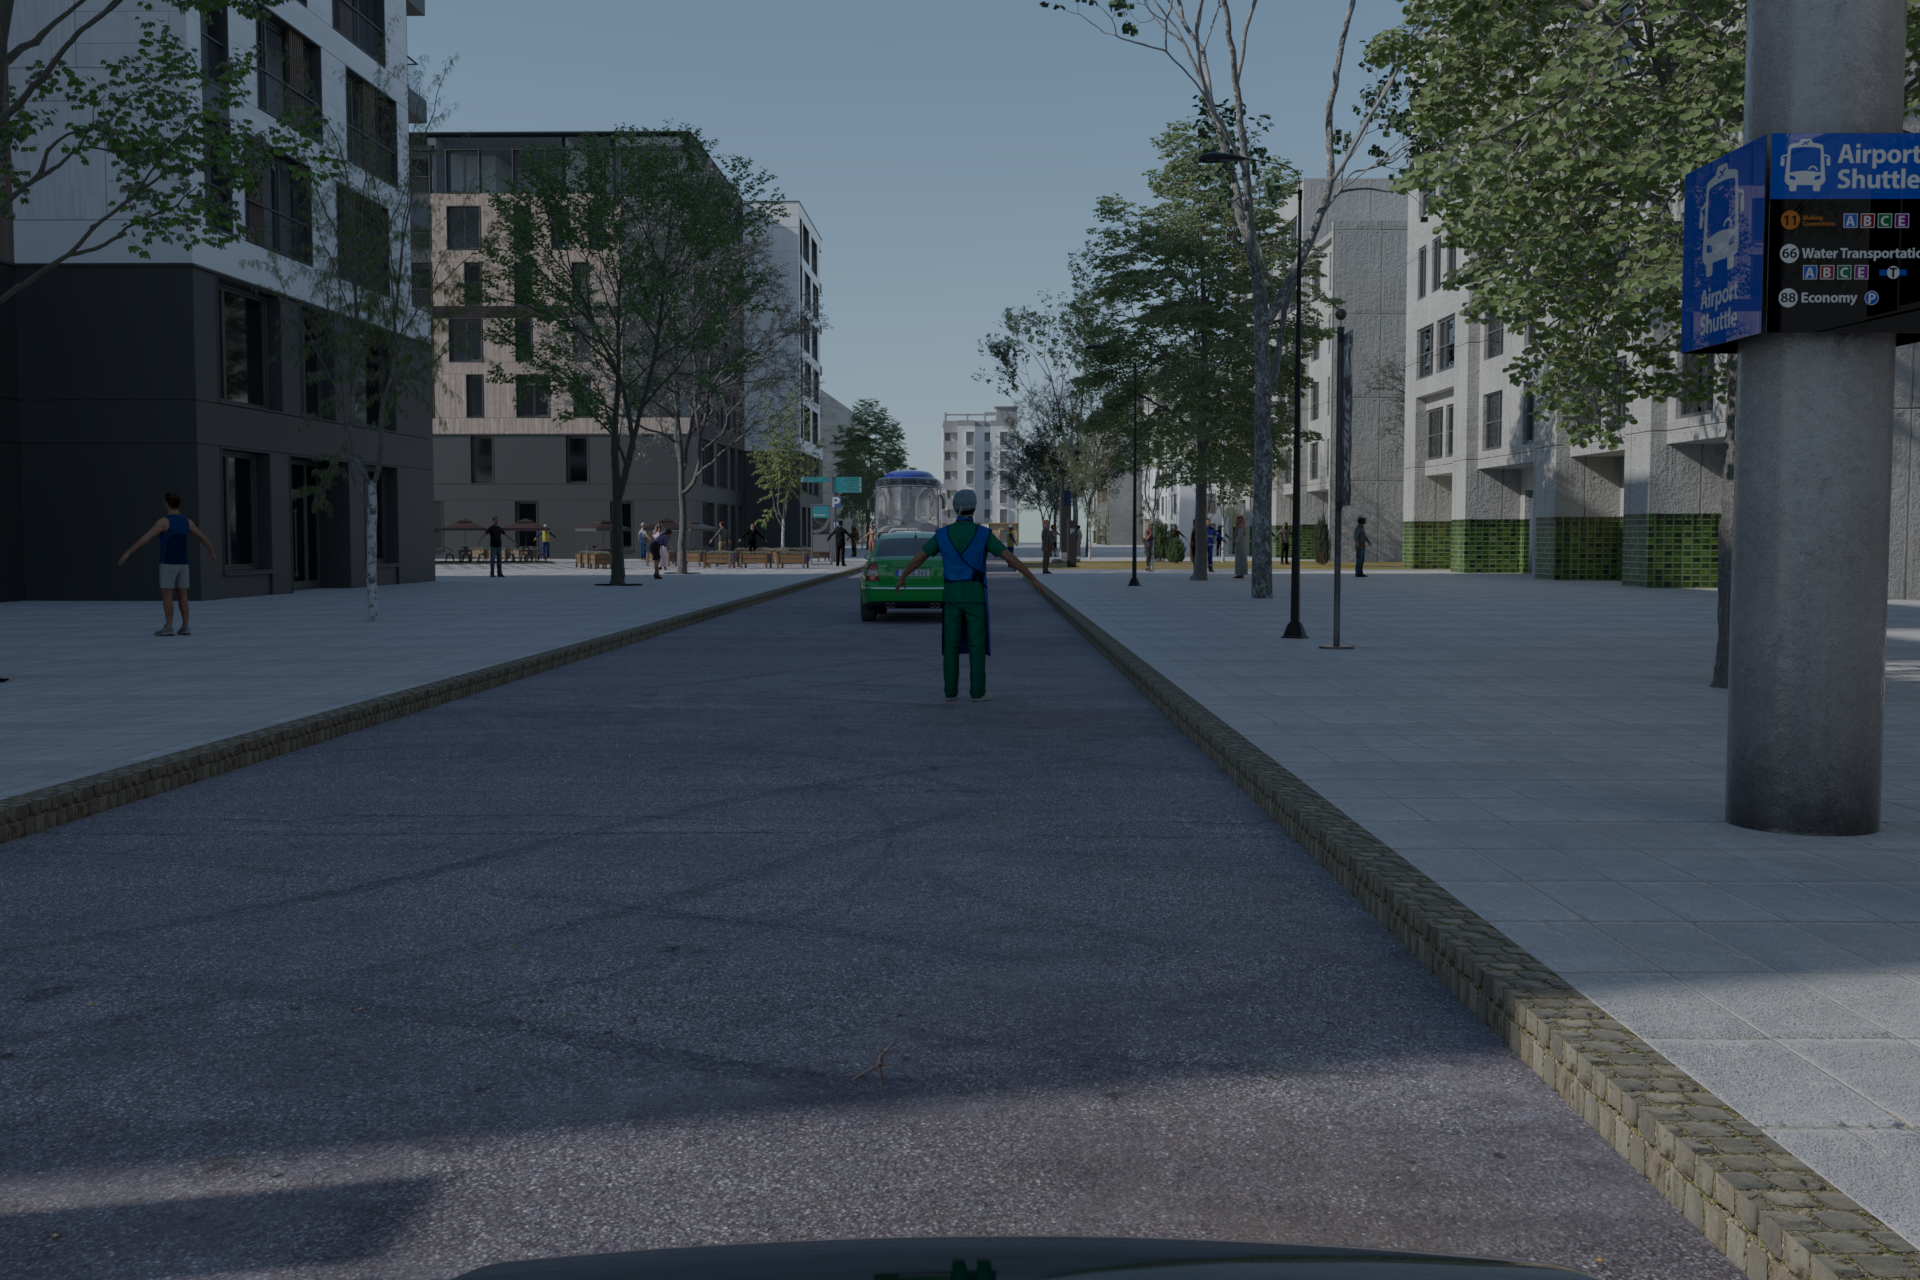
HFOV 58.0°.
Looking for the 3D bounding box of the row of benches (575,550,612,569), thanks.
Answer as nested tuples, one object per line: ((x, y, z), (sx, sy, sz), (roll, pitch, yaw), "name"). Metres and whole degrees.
((-13.658, -3.003, 64.564), (1.422, 0.672, 4.104), (-1, 4, -22), "row of benches")

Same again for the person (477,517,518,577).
((-13.833, -2.781, 51.679), (1.348, 1.803, 0.705), (-3, 5, -45), "person")

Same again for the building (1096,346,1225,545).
((26.438, -23.103, 208.666), (19.493, 23.208, 18.063), (0, 4, 0), "building")

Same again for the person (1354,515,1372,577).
((11.974, -2.802, 51.653), (0.704, 1.849, 1.345), (2, 4, 30), "person")

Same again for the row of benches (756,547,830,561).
((-8.090, -4.105, 82.580), (4.104, 0.672, 1.422), (-1, 4, -23), "row of benches")

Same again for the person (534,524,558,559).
((-20.995, -4.978, 87.860), (1.216, 1.772, 0.721), (-1, 4, -21), "person")

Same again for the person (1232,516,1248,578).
((8.117, -2.703, 50.338), (0.704, 1.811, 1.347), (1, 4, 17), "person")

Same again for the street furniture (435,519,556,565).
((-30.207, -3.918, 69.094), (27.439, 1.986, 14.083), (-1, 4, -13), "street furniture")

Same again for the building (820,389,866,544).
((-22.494, -24.496, 231.436), (19.493, 23.208, 18.063), (0, 4, 1), "building")

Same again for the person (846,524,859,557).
((-6.030, -5.651, 98.154), (0.705, 1.858, 1.354), (-2, 4, -31), "person")

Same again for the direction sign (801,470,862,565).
((-5.352, -5.133, 72.693), (2.525, 3.948, 1.411), (0, 4, 1), "direction sign")

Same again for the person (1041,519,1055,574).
((2.847, -3.025, 56.062), (0.434, 1.755, 0.990), (1, 4, 11), "person")

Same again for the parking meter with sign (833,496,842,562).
((-5.702, -5.153, 80.516), (0.543, 3.016, 1.738), (0, 4, 1), "parking meter with sign")

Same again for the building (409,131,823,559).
((-23.827, -15.939, 104.584), (27.936, 21.610, 32.646), (0, 4, 1), "building")

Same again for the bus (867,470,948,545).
((-1.900, -4.813, 70.246), (2.896, 3.916, 12.251), (0, 4, 1), "bus")

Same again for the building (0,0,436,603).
((-28.482, -11.412, 30.563), (27.936, 21.610, 32.646), (0, 4, 1), "building")

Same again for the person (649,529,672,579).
((-8.524, -2.451, 49.354), (0.697, 1.427, 0.421), (-3, 4, -36), "person")

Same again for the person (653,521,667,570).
((-10.674, -3.359, 61.639), (0.551, 1.740, 0.621), (-1, 4, -16), "person")

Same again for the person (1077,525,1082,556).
((6.954, -5.864, 102.059), (0.705, 1.806, 1.347), (2, 4, 26), "person")

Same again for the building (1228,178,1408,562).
((25.480, -13.966, 94.802), (16.747, 18.905, 31.486), (0, 4, 0), "building")

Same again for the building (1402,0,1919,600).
((24.803, -11.153, 48.817), (16.747, 18.905, 31.486), (0, 4, 1), "building")

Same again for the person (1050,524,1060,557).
((5.334, -5.657, 98.642), (1.345, 1.843, 0.704), (-1, 4, -22), "person")

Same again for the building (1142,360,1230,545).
((25.732, -20.717, 195.141), (16.016, 20.090, 11.380), (0, 4, 0), "building")

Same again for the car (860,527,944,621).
((-0.714, -1.284, 29.786), (1.959, 1.807, 4.718), (0, 4, 1), "car")

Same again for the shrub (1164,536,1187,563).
((9.460, -3.963, 75.909), (1.383, 1.207, 1.383), (0, 3, 0), "shrub")

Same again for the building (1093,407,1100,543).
((27.391, -22.462, 233.715), (16.747, 18.905, 31.486), (0, 4, 1), "building")

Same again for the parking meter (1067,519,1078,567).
((4.349, -3.752, 67.058), (0.399, 1.863, 0.255), (0, 4, -1), "parking meter")

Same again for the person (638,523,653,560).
((-15.498, -4.839, 84.981), (0.705, 1.847, 1.347), (-3, 4, -37), "person")

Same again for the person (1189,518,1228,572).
((8.405, -3.227, 58.741), (1.345, 1.831, 0.704), (-1, 4, -10), "person")

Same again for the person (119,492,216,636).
((-9.949, -0.961, 21.884), (0.704, 1.807, 1.345), (2, 4, 30), "person")

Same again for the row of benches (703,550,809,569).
((-7.730, -3.025, 64.921), (4.104, 0.672, 1.422), (1, 4, 11), "row of benches")

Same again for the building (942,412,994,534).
((-2.255, -24.459, 258.785), (11.380, 20.090, 16.016), (-1, 4, -9), "building")

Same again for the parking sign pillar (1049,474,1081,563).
((4.725, -5.475, 77.994), (1.447, 3.967, 1.447), (0, 4, 0), "parking sign pillar")

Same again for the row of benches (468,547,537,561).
((-21.697, -4.058, 81.807), (4.104, 0.672, 1.422), (2, 4, 32), "row of benches")

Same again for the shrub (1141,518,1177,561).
((9.370, -4.712, 81.453), (1.690, 2.028, 1.600), (0, 3, 0), "shrub")

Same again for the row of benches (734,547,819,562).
((-8.581, -3.968, 80.341), (4.104, 0.672, 1.422), (0, 4, -5), "row of benches")

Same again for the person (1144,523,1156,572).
((6.517, -3.162, 59.209), (0.415, 1.643, 0.593), (-1, 4, -20), "person")

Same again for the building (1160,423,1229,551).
((20.701, -11.382, 128.240), (9.099, 9.664, 28.070), (0, 4, 0), "building")

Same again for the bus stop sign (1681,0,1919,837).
((3.716, -1.133, 7.535), (0.837, 3.901, 0.837), (0, 4, 0), "bus stop sign")

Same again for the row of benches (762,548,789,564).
((-8.095, -3.689, 75.775), (1.422, 0.672, 4.104), (-1, 4, -16), "row of benches")

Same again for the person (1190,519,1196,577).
((6.851, -2.695, 50.868), (0.721, 1.729, 1.215), (1, 4, 11), "person")

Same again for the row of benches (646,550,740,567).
((-10.682, -3.257, 68.709), (4.104, 0.672, 1.422), (2, 4, 23), "row of benches")
